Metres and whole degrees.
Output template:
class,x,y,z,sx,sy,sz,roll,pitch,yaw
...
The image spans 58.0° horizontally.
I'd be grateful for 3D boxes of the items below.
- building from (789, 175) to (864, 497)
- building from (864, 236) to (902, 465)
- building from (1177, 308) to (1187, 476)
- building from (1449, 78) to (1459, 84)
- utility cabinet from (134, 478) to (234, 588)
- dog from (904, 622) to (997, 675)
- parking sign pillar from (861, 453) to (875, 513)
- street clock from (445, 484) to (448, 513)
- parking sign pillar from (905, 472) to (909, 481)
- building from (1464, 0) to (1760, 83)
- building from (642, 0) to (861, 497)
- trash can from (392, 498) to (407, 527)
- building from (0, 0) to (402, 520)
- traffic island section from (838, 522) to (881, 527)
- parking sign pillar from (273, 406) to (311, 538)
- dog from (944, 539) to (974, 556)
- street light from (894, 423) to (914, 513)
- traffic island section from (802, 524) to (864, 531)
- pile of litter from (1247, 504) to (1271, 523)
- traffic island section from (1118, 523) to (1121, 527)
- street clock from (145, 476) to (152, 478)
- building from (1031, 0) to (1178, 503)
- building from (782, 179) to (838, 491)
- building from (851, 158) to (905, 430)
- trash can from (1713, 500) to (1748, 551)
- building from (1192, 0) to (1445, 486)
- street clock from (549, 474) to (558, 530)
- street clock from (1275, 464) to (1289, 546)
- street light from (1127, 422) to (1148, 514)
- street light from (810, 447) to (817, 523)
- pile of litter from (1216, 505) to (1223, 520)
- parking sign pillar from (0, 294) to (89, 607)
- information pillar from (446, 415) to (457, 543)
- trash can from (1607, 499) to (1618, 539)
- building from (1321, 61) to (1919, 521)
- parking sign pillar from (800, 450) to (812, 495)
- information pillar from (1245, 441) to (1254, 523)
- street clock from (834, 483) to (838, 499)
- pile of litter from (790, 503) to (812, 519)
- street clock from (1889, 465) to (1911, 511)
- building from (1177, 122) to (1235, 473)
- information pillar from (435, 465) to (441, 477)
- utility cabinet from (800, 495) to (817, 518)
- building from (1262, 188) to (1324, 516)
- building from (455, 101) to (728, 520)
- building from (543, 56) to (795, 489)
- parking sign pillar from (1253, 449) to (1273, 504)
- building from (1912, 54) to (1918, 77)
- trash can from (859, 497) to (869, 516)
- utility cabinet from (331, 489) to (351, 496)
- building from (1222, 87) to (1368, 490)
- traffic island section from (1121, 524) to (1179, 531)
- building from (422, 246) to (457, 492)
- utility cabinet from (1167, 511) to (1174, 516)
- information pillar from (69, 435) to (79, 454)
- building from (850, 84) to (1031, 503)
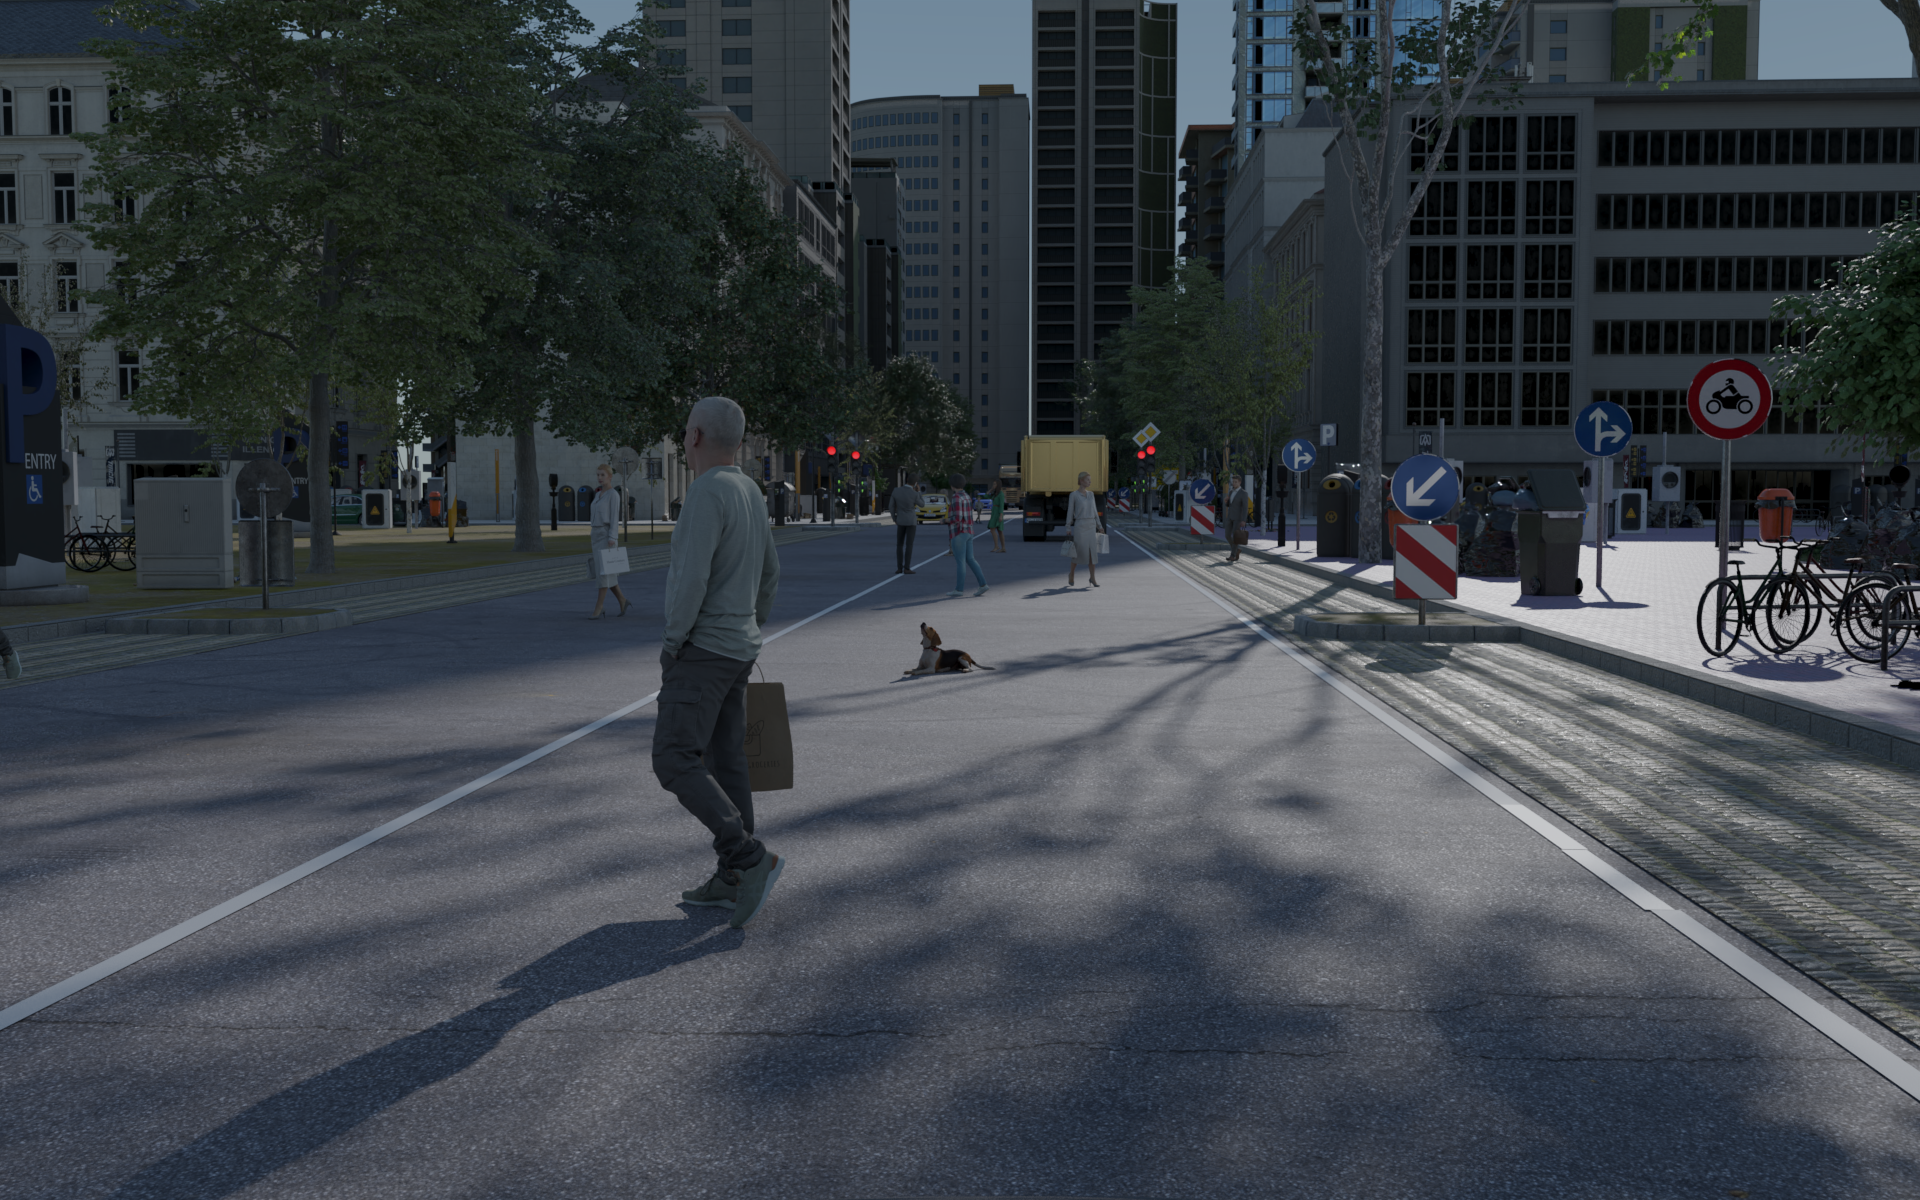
class,x,y,z,sx,sy,sz,roll,pitch,yaw
building,-17.028,-23.730,159.693,14.160,30.474,14.107,0,4,3
building,-14.090,-25.855,194.433,14.160,30.474,14.107,0,4,3
building,38.303,-29.125,247.896,14.107,30.474,14.160,0,4,3
building,60.441,-43.248,249.100,28.212,58.520,21.231,0,4,3
utility cabinet,-10.438,-0.894,23.294,1.173,1.500,0.318,0,4,-2
dog,-0.071,0.384,13.921,0.748,0.427,0.550,0,4,2
parking sign pillar,-6.086,-7.667,113.834,1.447,3.967,1.447,1,4,21
street clock,-35.353,-7.024,119.404,0.471,2.002,0.358,-2,4,-24
parking sign pillar,-4.409,-9.616,145.700,1.447,3.967,1.447,1,4,12
building,75.338,-40.452,203.384,28.212,58.520,21.231,0,4,3
building,-19.643,-45.132,176.161,20.563,71.187,20.611,0,4,3
trash can,-21.955,-3.437,67.849,0.748,1.137,0.748,0,3,0
building,-54.617,-19.407,93.720,44.131,29.872,17.030,0,4,3
traffic island section,-4.563,-3.303,76.284,2.009,0.180,2.903,0,4,3
parking sign pillar,-19.531,-3.824,50.987,1.447,3.967,1.447,1,4,13
dog,-0.011,-1.231,40.325,0.748,0.427,0.550,0,4,0
street light,-3.714,-8.618,113.449,1.470,5.913,1.316,0,4,3
traffic island section,-5.035,-2.815,68.313,2.009,0.180,2.903,0,4,3
pile of litter,13.133,-3.891,77.578,1.719,0.858,1.176,1,4,13
traffic island section,7.907,-3.258,75.543,2.009,0.180,2.903,0,4,3
street clock,-32.763,-4.000,69.973,0.358,2.002,0.471,-3,4,-36
building,20.792,-49.675,250.433,20.611,71.187,20.563,0,4,3
building,-18.168,-21.016,137.118,14.314,27.812,24.014,0,4,3
building,-13.925,-32.358,212.645,14.086,41.232,14.154,0,4,3
trash can,17.541,-1.701,39.464,0.748,1.137,0.748,0,3,0
building,35.578,-52.489,170.862,22.319,86.520,31.000,0,4,3
street clock,-14.334,-3.458,61.113,0.358,2.002,0.471,-2,4,-25
street clock,7.884,-2.314,42.407,0.358,2.002,0.471,0,4,7
street light,11.493,-8.538,112.144,1.470,5.913,1.316,0,4,3
street light,-5.923,-6.335,76.120,1.470,5.913,1.316,0,4,3
pile of litter,13.306,-4.481,87.229,1.719,0.858,1.176,0,4,6
parking sign pillar,-11.083,-1.948,20.320,1.447,3.967,1.447,0,4,1
information pillar,-13.250,-3.289,45.136,0.183,3.616,0.504,0,3,0
trash can,18.573,-2.342,49.946,0.748,1.137,0.748,0,3,0
building,34.692,-16.487,88.624,30.058,24.678,14.314,0,4,3
parking sign pillar,-9.512,-7.216,106.452,1.447,3.967,1.447,-2,4,-28
information pillar,12.691,-5.176,75.976,0.504,3.616,0.183,-3,5,-43
street clock,-7.568,-6.183,105.665,0.471,2.002,0.358,-1,4,-14
pile of litter,-8.217,-4.679,90.461,1.176,0.858,1.719,3,4,38
street clock,23.583,-2.381,43.492,0.471,2.002,0.358,2,4,35
building,36.786,-33.498,202.321,22.147,44.769,28.867,0,4,3
information pillar,-41.543,-8.961,137.859,0.504,3.616,0.183,-3,4,-39
utility cabinet,-8.097,-4.946,92.024,1.020,1.237,0.306,2,4,31
building,26.025,-16.712,109.398,11.583,22.565,21.152,0,4,3
building,-19.186,-14.583,93.178,10.420,20.320,16.860,0,4,3
building,-19.399,-19.939,113.386,14.401,28.519,23.554,0,4,3
parking sign pillar,17.728,-6.937,101.898,1.447,3.967,1.447,-2,4,-25
building,59.516,-16.329,84.993,19.932,24.808,12.078,0,4,3
trash can,-5.642,-5.517,101.854,0.748,1.137,0.748,0,3,0
utility cabinet,-27.871,-4.216,77.603,1.173,1.500,0.318,0,4,8
building,27.302,-21.840,134.579,11.434,29.767,29.804,0,4,3
traffic island section,7.435,-2.770,67.572,2.009,0.180,2.903,0,4,3
building,-57.658,-34.569,215.315,14.200,45.320,14.600,0,4,3
utility cabinet,12.550,-5.538,101.716,0.306,1.237,1.020,2,4,35
information pillar,-35.316,-4.757,69.126,0.504,3.616,0.183,1,4,20
building,-3.947,-43.472,252.758,28.212,58.520,21.231,0,4,3
